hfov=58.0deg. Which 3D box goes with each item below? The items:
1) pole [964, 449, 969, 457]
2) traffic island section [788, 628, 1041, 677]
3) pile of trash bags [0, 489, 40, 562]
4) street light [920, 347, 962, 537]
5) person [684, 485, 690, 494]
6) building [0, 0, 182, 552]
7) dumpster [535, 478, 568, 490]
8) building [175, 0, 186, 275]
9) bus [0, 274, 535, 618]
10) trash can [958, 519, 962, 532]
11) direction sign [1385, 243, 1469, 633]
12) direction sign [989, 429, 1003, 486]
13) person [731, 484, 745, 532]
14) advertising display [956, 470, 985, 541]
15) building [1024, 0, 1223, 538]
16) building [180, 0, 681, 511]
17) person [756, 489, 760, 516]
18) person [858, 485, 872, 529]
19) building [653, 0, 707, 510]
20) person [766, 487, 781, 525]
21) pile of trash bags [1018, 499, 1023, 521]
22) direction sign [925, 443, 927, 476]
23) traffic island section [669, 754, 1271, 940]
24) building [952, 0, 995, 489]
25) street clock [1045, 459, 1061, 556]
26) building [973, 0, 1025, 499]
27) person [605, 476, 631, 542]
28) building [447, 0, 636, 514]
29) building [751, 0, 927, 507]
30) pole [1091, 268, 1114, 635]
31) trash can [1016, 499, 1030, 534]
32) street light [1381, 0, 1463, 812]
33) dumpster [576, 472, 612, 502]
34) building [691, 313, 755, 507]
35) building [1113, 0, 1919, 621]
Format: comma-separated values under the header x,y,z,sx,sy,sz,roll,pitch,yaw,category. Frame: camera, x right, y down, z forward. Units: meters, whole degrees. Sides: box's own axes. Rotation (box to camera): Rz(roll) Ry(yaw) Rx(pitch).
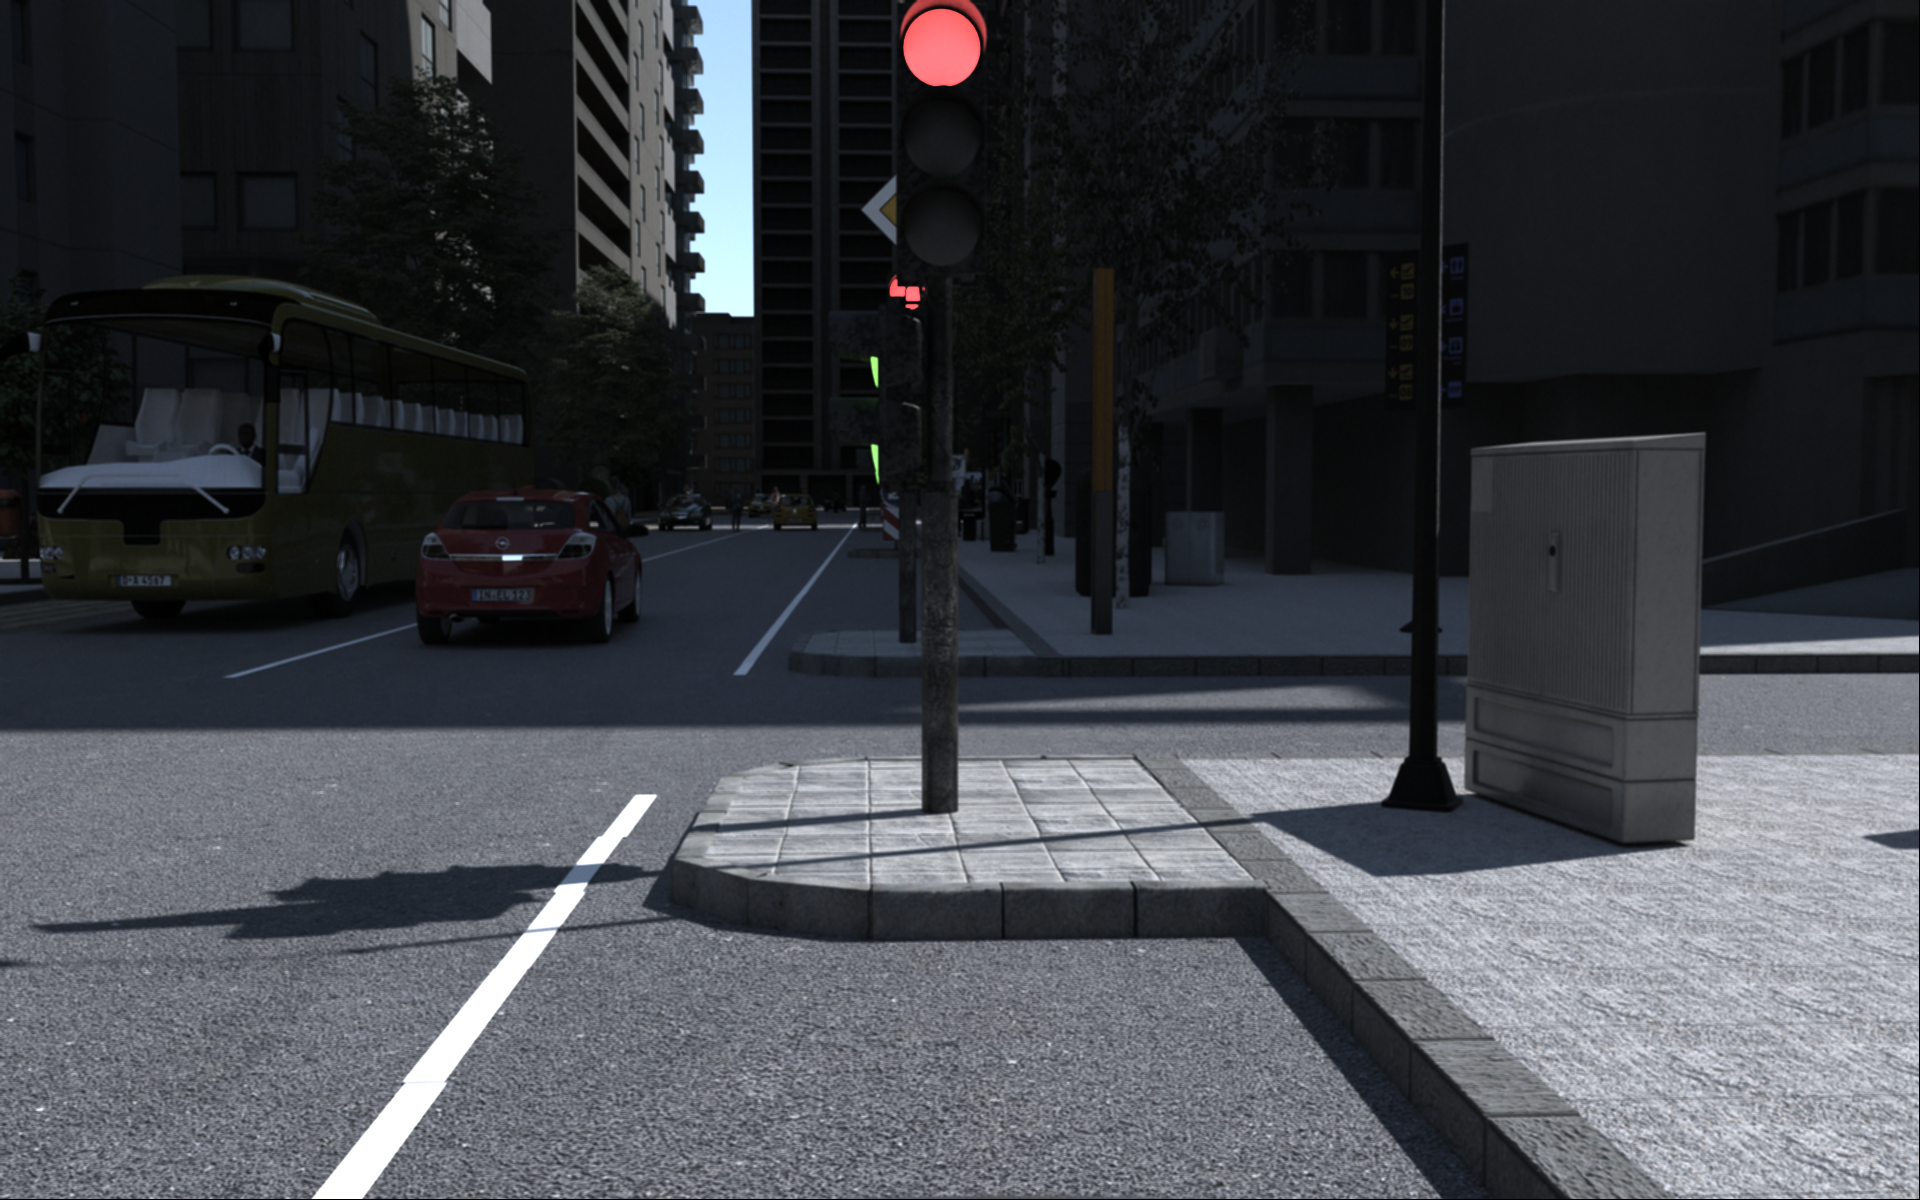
x,y,z,sx,sy,sz,roll,pitch,yaw,category
0.294,-5.155,78.131,0.158,3.312,0.155,0,3,0,pole
-0.431,0.446,14.994,2.009,0.180,2.903,0,4,-3,traffic island section
-17.952,-1.491,34.135,1.912,1.369,3.447,0,4,1,pile of trash bags
-0.669,-4.835,51.593,1.470,5.913,1.316,0,4,-3,street light
-12.248,-4.205,77.256,0.388,1.821,0.555,-3,4,-36,person
-29.782,-29.764,28.636,21.231,58.520,28.212,0,4,-3,building
-15.214,-3.551,63.811,1.264,1.857,1.865,0,4,-3,dumpster
-33.486,-29.066,64.465,28.713,52.752,27.495,0,4,-3,building
-8.347,-1.939,23.256,2.896,3.916,12.252,0,4,-1,bus
-0.255,-2.719,56.115,0.748,1.137,0.748,0,3,0,trash can
4.296,-1.470,16.033,0.379,3.537,0.876,-3,4,-39,direction sign
1.244,-4.189,60.487,0.379,3.537,0.876,-2,4,-30,direction sign
-8.395,-3.484,65.643,0.537,1.800,0.526,-1,4,-18,person
0.258,-2.573,47.285,0.974,1.923,0.123,2,4,34,advertising display
12.900,-31.899,63.544,21.231,58.520,28.212,0,4,-3,building
-35.061,-32.665,123.306,28.713,52.752,27.495,0,4,-3,building
-13.023,-6.223,111.042,0.721,1.735,1.217,2,4,29,person
-3.939,-3.865,71.873,0.590,1.801,0.661,-1,4,-10,person
-37.717,-32.363,148.741,30.456,49.044,23.786,0,4,-3,building
-8.517,-4.280,79.068,0.643,1.750,0.593,1,4,21,person
3.228,-4.469,82.826,1.912,1.369,3.447,-2,4,-28,pile of trash bags
-1.244,-5.151,76.218,0.379,3.537,0.876,-3,4,-38,direction sign
-0.059,0.934,7.017,2.009,0.180,2.903,0,4,-3,traffic island section
8.941,-32.332,152.337,21.300,48.544,21.600,0,4,-3,building
1.863,-1.927,36.079,0.471,2.002,0.358,0,4,-4,street clock
12.140,-27.541,104.917,22.147,44.769,28.867,0,4,-3,building
-5.178,-1.013,26.064,0.512,1.701,0.522,-3,5,-40,person
-31.034,-29.076,99.094,21.300,48.544,21.600,0,4,-3,building
-11.226,-45.674,185.018,20.611,71.187,20.563,0,4,-3,building
1.297,-1.342,15.783,0.158,3.312,0.155,0,3,0,pole
1.904,-2.671,55.332,0.748,1.137,0.748,0,3,0,trash can
1.369,-2.105,6.957,1.470,5.913,1.316,0,4,-3,street light
-15.877,-4.466,75.507,1.502,2.255,1.985,0,4,-3,dumpster
-36.122,-21.037,188.995,28.899,21.520,27.650,0,4,-3,building
15.890,-20.833,32.505,23.993,40.220,32.217,0,4,-3,building
